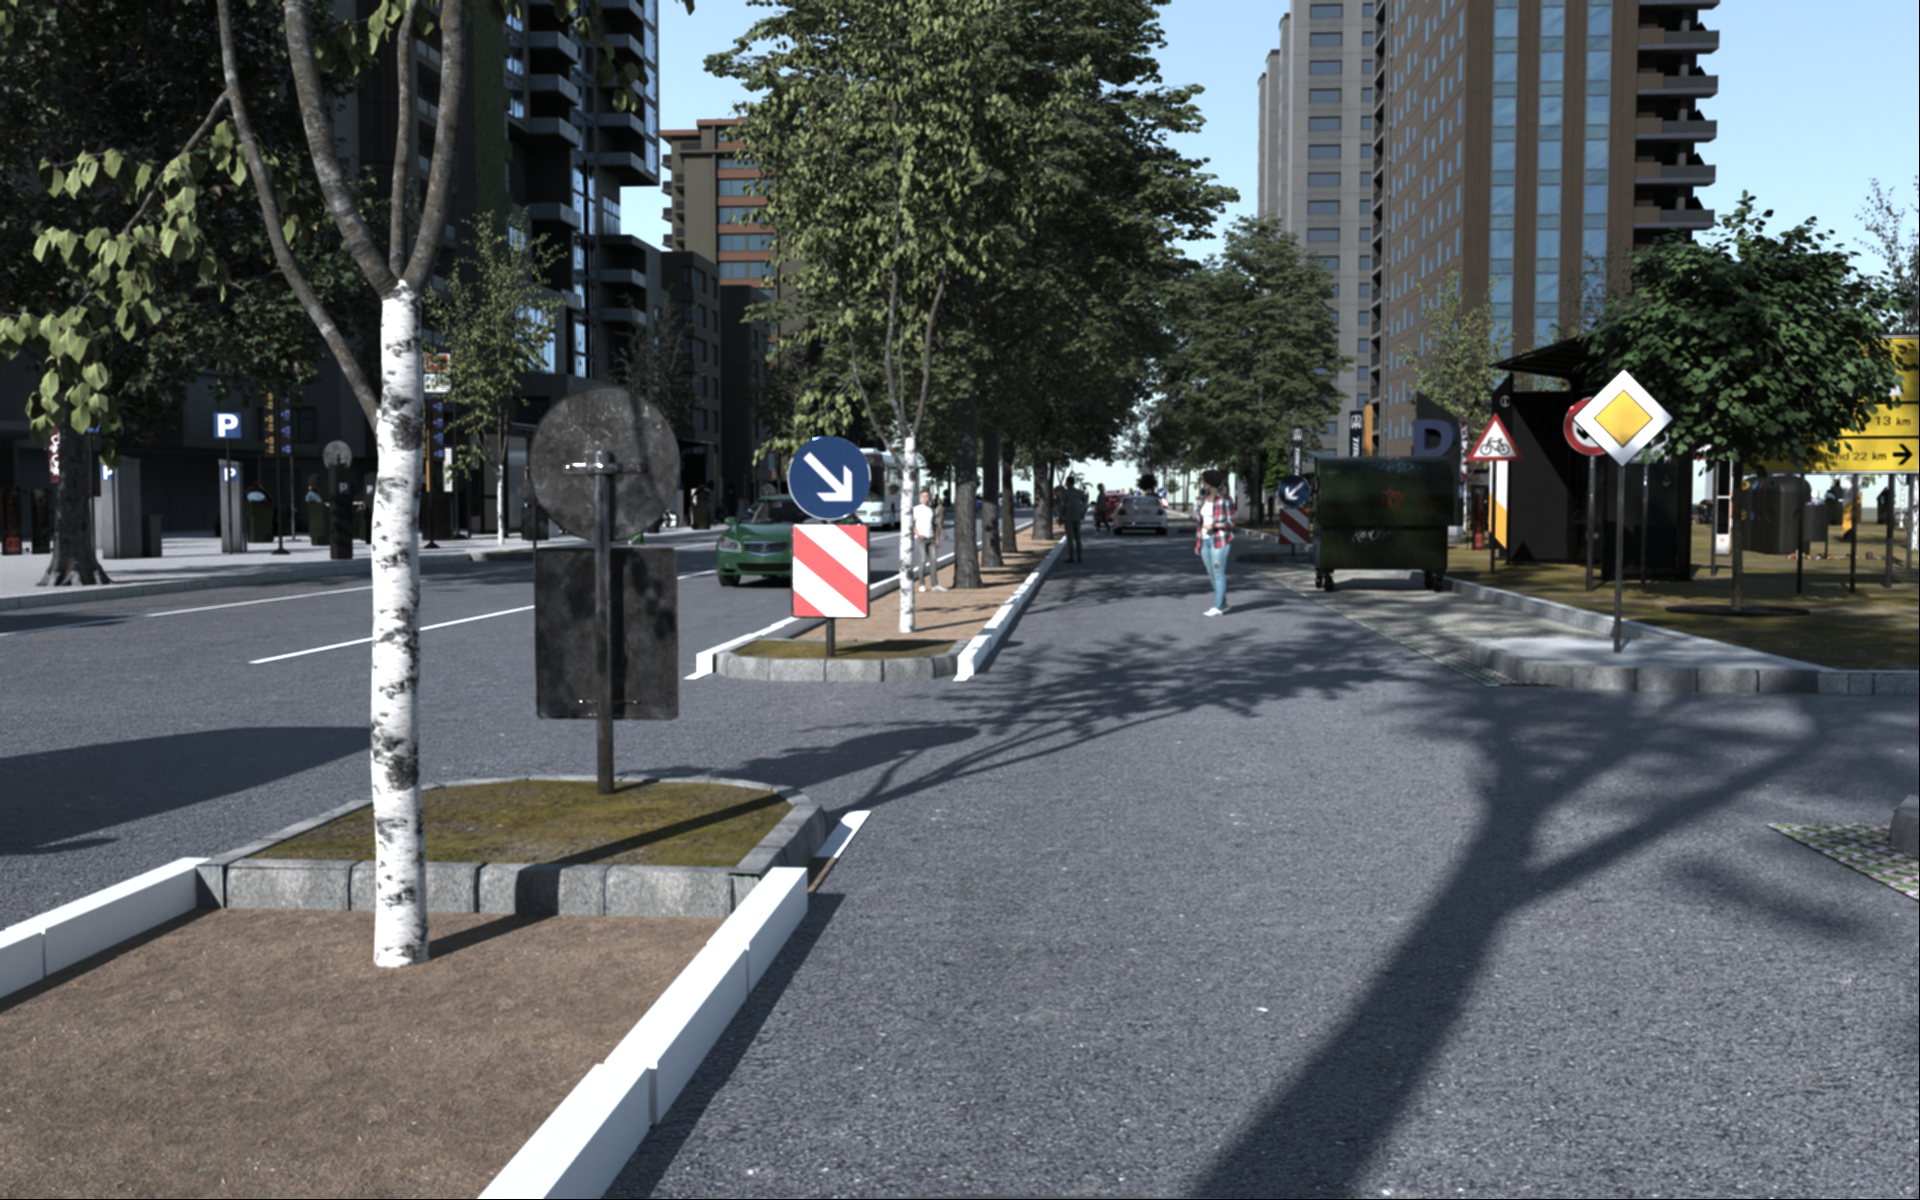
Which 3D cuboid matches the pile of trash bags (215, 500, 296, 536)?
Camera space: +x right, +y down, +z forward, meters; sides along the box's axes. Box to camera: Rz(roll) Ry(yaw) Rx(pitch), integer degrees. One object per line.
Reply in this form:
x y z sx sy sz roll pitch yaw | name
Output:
-21.015 -2.664 53.301 3.447 1.369 1.912 -2 4 -35 | pile of trash bags

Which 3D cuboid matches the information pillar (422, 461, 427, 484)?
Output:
-22.256 -4.916 71.735 0.183 3.616 0.504 2 4 32 | information pillar

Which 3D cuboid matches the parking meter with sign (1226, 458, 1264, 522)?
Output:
13.242 -5.147 80.407 1.738 3.016 0.543 0 4 3 | parking meter with sign

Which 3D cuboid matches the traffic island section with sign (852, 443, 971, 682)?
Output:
-0.965 -0.371 14.197 2.006 1.907 1.989 0 4 5 | traffic island section with sign

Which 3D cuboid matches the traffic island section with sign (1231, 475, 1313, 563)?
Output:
6.851 -1.706 36.513 1.989 1.847 2.006 0 4 5 | traffic island section with sign

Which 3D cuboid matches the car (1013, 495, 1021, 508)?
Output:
5.577 -10.627 186.108 2.083 1.381 4.827 0 4 3 | car

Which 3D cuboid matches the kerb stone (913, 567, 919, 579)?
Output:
-0.755 -0.459 29.723 0.120 0.150 1.000 0 4 5 | kerb stone

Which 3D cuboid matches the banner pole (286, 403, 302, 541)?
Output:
-18.227 -3.500 47.248 0.401 3.779 0.863 -1 4 -19 | banner pole

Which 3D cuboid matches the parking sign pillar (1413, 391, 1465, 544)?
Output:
12.412 -3.457 44.998 1.447 3.967 1.447 3 5 39 | parking sign pillar

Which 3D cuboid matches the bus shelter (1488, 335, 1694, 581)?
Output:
10.247 -2.278 28.527 1.731 3.624 6.357 0 4 4 | bus shelter

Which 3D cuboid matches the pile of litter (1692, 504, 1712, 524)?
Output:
31.644 -3.646 73.573 1.176 0.858 1.719 -2 4 -30 | pile of litter

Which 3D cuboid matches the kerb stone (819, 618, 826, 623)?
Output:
-1.586 0.164 19.508 0.120 0.150 1.000 0 4 5 | kerb stone

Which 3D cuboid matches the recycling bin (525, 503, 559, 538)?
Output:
-12.201 -2.326 50.586 0.722 1.027 0.722 1 4 18 | recycling bin

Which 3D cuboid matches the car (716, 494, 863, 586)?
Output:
-2.660 -1.011 28.327 2.131 1.459 4.920 0 4 7 | car

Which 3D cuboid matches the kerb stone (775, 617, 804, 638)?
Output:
-1.748 0.290 17.460 0.120 0.150 1.000 0 4 5 | kerb stone

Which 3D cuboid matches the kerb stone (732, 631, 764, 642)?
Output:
-1.919 0.417 15.404 0.120 0.150 1.000 0 4 5 | kerb stone

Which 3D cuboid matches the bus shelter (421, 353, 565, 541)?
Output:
-13.930 -4.538 51.824 2.179 5.291 8.768 0 4 5 | bus shelter

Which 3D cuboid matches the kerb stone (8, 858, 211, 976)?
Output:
-2.717 1.014 5.610 0.120 0.150 1.000 0 4 5 | kerb stone

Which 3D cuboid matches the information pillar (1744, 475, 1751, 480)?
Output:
35.887 -5.354 78.889 0.504 3.616 0.183 -3 4 -38 | information pillar

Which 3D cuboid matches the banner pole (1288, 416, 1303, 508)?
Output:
10.657 -3.992 55.289 0.401 3.779 0.863 -2 4 -29 | banner pole

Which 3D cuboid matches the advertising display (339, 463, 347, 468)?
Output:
-12.783 -1.879 35.934 0.123 1.923 0.974 -1 4 -17 | advertising display

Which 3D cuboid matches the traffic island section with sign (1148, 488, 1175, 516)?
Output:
13.102 -6.413 113.479 1.989 1.847 2.006 0 4 5 | traffic island section with sign

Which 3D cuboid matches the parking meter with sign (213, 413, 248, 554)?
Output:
-15.933 -2.550 37.950 0.543 3.016 1.738 -1 4 -18 | parking meter with sign

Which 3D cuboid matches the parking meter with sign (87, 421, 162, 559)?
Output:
-16.630 -2.331 34.375 0.543 3.016 1.738 1 4 14 | parking meter with sign

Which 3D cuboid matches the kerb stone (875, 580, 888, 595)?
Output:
-1.174 -0.148 24.610 0.120 0.150 1.000 0 4 5 | kerb stone

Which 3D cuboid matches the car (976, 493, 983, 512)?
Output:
1.955 -7.940 139.405 1.945 1.707 3.694 0 4 4 | car

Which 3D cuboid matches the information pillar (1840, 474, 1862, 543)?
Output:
23.582 -3.327 45.754 0.183 3.616 0.504 -2 4 -29 | information pillar

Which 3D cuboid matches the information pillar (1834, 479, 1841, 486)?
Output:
42.329 -4.843 83.678 0.304 2.012 0.304 1 4 18 | information pillar

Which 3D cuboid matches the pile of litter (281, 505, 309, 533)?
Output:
-22.310 -2.684 57.851 1.719 0.858 1.176 0 4 -1 | pile of litter

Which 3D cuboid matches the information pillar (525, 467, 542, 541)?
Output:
-11.652 -2.621 47.347 0.304 2.012 0.304 2 4 30 | information pillar

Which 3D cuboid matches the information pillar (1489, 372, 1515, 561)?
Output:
10.484 -2.577 33.495 0.183 3.616 0.504 -3 4 -37 | information pillar

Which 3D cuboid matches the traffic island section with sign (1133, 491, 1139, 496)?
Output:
15.311 -8.075 140.648 1.989 1.847 2.006 0 4 5 | traffic island section with sign

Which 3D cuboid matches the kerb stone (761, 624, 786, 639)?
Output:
-1.823 0.362 16.422 0.120 0.150 1.000 0 4 5 | kerb stone

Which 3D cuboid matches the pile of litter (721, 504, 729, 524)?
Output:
-10.393 -3.639 73.456 1.176 0.858 1.719 2 4 28 | pile of litter

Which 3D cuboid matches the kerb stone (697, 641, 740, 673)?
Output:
-2.008 0.478 14.373 0.120 0.150 1.000 0 4 5 | kerb stone

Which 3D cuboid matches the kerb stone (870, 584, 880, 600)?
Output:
-1.247 -0.085 23.591 0.120 0.150 1.000 0 4 5 | kerb stone

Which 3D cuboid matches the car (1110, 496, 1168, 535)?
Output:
6.433 -3.043 62.116 2.083 1.381 4.827 0 4 4 | car

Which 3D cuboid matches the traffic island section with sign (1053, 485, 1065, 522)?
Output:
5.112 -4.951 89.090 2.006 1.907 1.989 0 4 5 | traffic island section with sign

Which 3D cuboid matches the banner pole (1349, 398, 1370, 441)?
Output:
10.535 -3.401 45.626 0.401 3.779 0.863 -2 4 -31 | banner pole

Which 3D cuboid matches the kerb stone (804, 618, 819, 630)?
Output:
-1.669 0.227 18.489 0.120 0.150 1.000 0 4 5 | kerb stone

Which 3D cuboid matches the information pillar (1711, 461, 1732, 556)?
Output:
15.736 -1.914 35.780 0.304 2.012 0.304 1 4 11 | information pillar

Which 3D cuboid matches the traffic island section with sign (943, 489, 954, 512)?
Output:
-1.024 -8.151 141.891 1.989 1.847 2.006 0 4 5 | traffic island section with sign

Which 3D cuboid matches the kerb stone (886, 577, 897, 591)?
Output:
-1.086 -0.210 25.629 0.120 0.150 1.000 0 4 5 | kerb stone

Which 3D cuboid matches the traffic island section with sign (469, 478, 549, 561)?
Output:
-9.468 -1.796 37.985 1.989 1.847 2.006 0 4 5 | traffic island section with sign

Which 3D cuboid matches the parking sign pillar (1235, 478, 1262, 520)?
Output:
14.065 -5.866 84.375 1.447 3.967 1.447 -1 4 -23 | parking sign pillar

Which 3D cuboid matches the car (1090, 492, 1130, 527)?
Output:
6.820 -4.115 76.318 2.155 1.783 4.494 0 4 4 | car

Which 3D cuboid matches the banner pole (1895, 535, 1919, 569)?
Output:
16.394 -2.427 29.702 0.401 3.779 0.863 3 5 42 | banner pole

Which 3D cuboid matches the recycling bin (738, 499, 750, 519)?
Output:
-10.986 -4.676 89.006 0.722 1.027 0.722 -1 4 -15 | recycling bin

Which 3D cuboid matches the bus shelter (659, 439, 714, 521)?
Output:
-12.408 -5.226 76.728 1.731 3.624 6.357 0 4 5 | bus shelter

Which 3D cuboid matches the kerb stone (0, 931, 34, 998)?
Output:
-2.793 1.077 4.591 0.120 0.150 1.000 0 4 5 | kerb stone

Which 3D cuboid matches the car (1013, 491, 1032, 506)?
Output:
7.524 -12.281 209.462 2.281 1.827 5.304 0 4 6 | car

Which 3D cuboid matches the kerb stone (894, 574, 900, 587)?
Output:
-1.003 -0.267 26.652 0.120 0.150 1.000 0 4 5 | kerb stone

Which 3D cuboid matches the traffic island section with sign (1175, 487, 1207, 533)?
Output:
9.053 -3.371 63.745 1.989 1.847 2.006 0 4 5 | traffic island section with sign

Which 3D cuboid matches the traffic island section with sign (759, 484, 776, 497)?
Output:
-7.260 -3.452 65.076 1.989 1.847 2.006 0 4 5 | traffic island section with sign

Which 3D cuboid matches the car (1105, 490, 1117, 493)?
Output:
15.673 -10.374 178.292 2.281 1.827 5.304 0 4 3 | car

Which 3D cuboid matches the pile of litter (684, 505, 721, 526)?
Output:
-10.591 -3.397 69.505 1.719 0.858 1.176 0 4 -5 | pile of litter

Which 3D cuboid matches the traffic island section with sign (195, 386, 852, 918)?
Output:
-1.574 0.081 6.815 2.006 1.907 1.989 0 4 5 | traffic island section with sign

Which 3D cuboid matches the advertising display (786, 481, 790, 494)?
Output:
-8.391 -4.939 85.960 0.123 1.923 0.974 1 4 16 | advertising display
